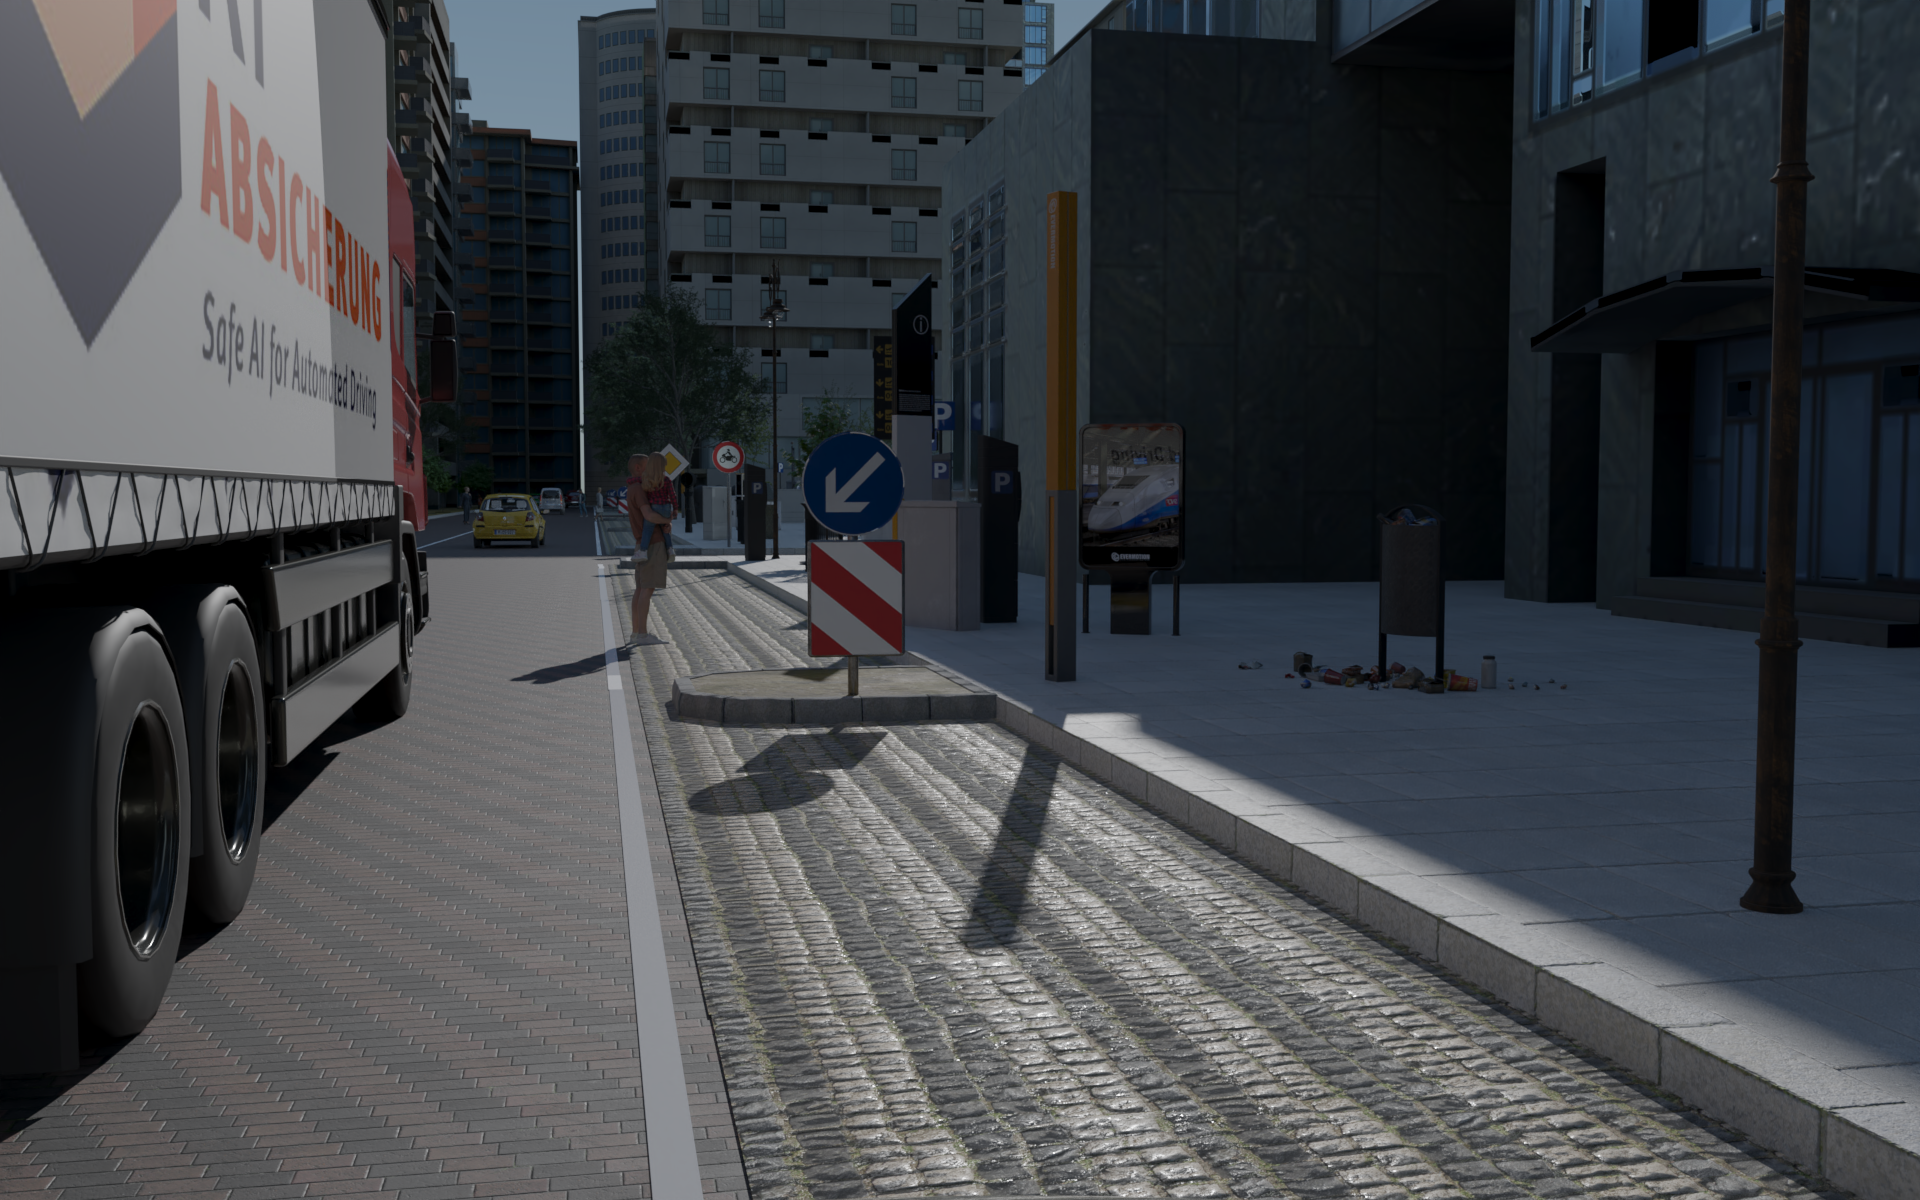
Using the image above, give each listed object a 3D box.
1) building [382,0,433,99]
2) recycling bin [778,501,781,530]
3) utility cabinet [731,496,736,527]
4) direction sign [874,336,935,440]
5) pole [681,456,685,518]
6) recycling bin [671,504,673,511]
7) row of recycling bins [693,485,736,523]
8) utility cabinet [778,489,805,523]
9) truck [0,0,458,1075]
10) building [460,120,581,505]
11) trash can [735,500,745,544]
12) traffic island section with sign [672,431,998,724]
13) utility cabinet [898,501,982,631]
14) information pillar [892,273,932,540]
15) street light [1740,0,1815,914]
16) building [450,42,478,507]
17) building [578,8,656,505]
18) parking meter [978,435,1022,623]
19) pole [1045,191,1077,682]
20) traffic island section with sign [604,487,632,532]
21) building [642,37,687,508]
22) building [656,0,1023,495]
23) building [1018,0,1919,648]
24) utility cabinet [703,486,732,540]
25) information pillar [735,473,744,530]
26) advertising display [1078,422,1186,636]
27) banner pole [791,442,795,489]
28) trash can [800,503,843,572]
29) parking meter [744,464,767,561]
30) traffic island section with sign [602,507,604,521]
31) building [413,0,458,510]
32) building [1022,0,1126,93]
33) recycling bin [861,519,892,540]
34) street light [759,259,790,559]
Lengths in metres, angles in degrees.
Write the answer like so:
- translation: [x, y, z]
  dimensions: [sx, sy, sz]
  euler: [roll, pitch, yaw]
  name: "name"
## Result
- translation: [-49.722, -28.712, 124.070]
  dimensions: [22.147, 44.769, 28.867]
  euler: [-1, 4, -12]
  name: "building"
- translation: [-6.724, -2.989, 61.426]
  dimensions: [0.722, 1.027, 0.722]
  euler: [-1, 4, -9]
  name: "recycling bin"
- translation: [-9.004, -3.405, 66.836]
  dimensions: [1.020, 1.237, 0.306]
  euler: [-3, 4, -36]
  name: "utility cabinet"
- translation: [-0.799, -2.014, 24.921]
  dimensions: [0.876, 3.537, 0.379]
  euler: [0, 4, -5]
  name: "direction sign"
- translation: [-14.794, -6.033, 92.481]
  dimensions: [0.158, 3.312, 0.155]
  euler: [0, 3, 0]
  name: "pole"
- translation: [-15.984, -5.026, 94.723]
  dimensions: [0.722, 1.027, 0.722]
  euler: [-2, 4, -32]
  name: "recycling bin"
- translation: [-10.559, -4.389, 78.871]
  dimensions: [3.534, 1.692, 1.069]
  euler: [-2, 4, -35]
  name: "row of recycling bins"
- translation: [-7.489, -4.176, 76.951]
  dimensions: [1.173, 1.500, 0.318]
  euler: [0, 4, 3]
  name: "utility cabinet"
- translation: [-3.990, -1.139, 7.535]
  dimensions: [2.839, 4.237, 11.283]
  euler: [-1, 4, -12]
  name: "truck"
- translation: [-59.550, -33.662, 204.993]
  dimensions: [28.867, 44.769, 22.147]
  euler: [-1, 4, -12]
  name: "building"
- translation: [-5.403, -2.002, 44.386]
  dimensions: [0.748, 1.137, 0.748]
  euler: [0, 3, 0]
  name: "trash can"
- translation: [-0.931, -0.189, 11.719]
  dimensions: [1.989, 1.847, 2.006]
  euler: [-1, 4, -12]
  name: "traffic island section with sign"
- translation: [-0.204, -0.334, 16.630]
  dimensions: [0.306, 1.237, 1.020]
  euler: [-3, 4, -36]
  name: "utility cabinet"
- translation: [-0.495, -1.650, 18.331]
  dimensions: [0.504, 3.616, 0.183]
  euler: [-3, 5, -39]
  name: "information pillar"
- translation: [2.517, -1.982, 5.194]
  dimensions: [0.468, 5.910, 1.993]
  euler: [-1, 4, -12]
  name: "street light"
- translation: [-64.252, -33.780, 171.918]
  dimensions: [30.456, 49.044, 23.786]
  euler: [-1, 4, -12]
  name: "building"
- translation: [-31.470, -40.839, 209.723]
  dimensions: [28.212, 58.520, 21.231]
  euler: [-1, 4, -12]
  name: "building"
- translation: [0.392, -0.708, 17.289]
  dimensions: [0.399, 1.863, 0.255]
  euler: [-1, 4, -17]
  name: "parking meter"
- translation: [0.691, -1.099, 11.813]
  dimensions: [0.158, 3.312, 0.155]
  euler: [0, 3, 0]
  name: "pole"
- translation: [-12.453, -3.516, 66.107]
  dimensions: [1.989, 1.847, 2.006]
  euler: [-1, 4, -12]
  name: "traffic island section with sign"
- translation: [-22.137, -29.160, 160.357]
  dimensions: [14.154, 41.232, 14.086]
  euler: [-1, 4, -12]
  name: "building"
- translation: [-10.501, -33.737, 140.844]
  dimensions: [28.713, 52.752, 27.495]
  euler: [-1, 4, -12]
  name: "building"
- translation: [13.768, -43.211, 19.171]
  dimensions: [22.319, 86.520, 31.000]
  euler: [-1, 4, -12]
  name: "building"
- translation: [-6.745, -2.419, 48.227]
  dimensions: [0.318, 1.500, 1.173]
  euler: [1, 4, 19]
  name: "utility cabinet"
- translation: [-7.781, -3.496, 61.659]
  dimensions: [0.304, 2.012, 0.304]
  euler: [2, 4, 30]
  name: "information pillar"
- translation: [1.564, -0.647, 15.791]
  dimensions: [0.974, 1.923, 0.123]
  euler: [1, 4, 20]
  name: "advertising display"
- translation: [-7.952, -5.659, 82.549]
  dimensions: [0.401, 3.779, 0.863]
  euler: [-1, 4, -15]
  name: "banner pole"
- translation: [-2.142, -0.957, 27.306]
  dimensions: [0.748, 1.137, 0.748]
  euler: [0, 3, 0]
  name: "trash can"
- translation: [-3.931, -1.689, 33.331]
  dimensions: [0.399, 1.863, 0.255]
  euler: [-2, 4, -27]
  name: "parking meter"
- translation: [-18.061, -5.128, 92.475]
  dimensions: [1.989, 1.847, 2.006]
  euler: [-1, 4, -12]
  name: "traffic island section with sign"
- translation: [-55.403, -32.112, 148.738]
  dimensions: [21.300, 48.544, 21.600]
  euler: [-1, 4, -12]
  name: "building"
- translation: [23.743, -36.528, 186.476]
  dimensions: [27.495, 52.752, 28.713]
  euler: [-1, 4, -12]
  name: "building"
- translation: [-1.612, -1.365, 34.880]
  dimensions: [0.722, 1.027, 0.722]
  euler: [-1, 4, -8]
  name: "recycling bin"
- translation: [-3.653, -3.755, 34.175]
  dimensions: [0.468, 5.910, 1.993]
  euler: [-1, 4, -12]
  name: "street light"
